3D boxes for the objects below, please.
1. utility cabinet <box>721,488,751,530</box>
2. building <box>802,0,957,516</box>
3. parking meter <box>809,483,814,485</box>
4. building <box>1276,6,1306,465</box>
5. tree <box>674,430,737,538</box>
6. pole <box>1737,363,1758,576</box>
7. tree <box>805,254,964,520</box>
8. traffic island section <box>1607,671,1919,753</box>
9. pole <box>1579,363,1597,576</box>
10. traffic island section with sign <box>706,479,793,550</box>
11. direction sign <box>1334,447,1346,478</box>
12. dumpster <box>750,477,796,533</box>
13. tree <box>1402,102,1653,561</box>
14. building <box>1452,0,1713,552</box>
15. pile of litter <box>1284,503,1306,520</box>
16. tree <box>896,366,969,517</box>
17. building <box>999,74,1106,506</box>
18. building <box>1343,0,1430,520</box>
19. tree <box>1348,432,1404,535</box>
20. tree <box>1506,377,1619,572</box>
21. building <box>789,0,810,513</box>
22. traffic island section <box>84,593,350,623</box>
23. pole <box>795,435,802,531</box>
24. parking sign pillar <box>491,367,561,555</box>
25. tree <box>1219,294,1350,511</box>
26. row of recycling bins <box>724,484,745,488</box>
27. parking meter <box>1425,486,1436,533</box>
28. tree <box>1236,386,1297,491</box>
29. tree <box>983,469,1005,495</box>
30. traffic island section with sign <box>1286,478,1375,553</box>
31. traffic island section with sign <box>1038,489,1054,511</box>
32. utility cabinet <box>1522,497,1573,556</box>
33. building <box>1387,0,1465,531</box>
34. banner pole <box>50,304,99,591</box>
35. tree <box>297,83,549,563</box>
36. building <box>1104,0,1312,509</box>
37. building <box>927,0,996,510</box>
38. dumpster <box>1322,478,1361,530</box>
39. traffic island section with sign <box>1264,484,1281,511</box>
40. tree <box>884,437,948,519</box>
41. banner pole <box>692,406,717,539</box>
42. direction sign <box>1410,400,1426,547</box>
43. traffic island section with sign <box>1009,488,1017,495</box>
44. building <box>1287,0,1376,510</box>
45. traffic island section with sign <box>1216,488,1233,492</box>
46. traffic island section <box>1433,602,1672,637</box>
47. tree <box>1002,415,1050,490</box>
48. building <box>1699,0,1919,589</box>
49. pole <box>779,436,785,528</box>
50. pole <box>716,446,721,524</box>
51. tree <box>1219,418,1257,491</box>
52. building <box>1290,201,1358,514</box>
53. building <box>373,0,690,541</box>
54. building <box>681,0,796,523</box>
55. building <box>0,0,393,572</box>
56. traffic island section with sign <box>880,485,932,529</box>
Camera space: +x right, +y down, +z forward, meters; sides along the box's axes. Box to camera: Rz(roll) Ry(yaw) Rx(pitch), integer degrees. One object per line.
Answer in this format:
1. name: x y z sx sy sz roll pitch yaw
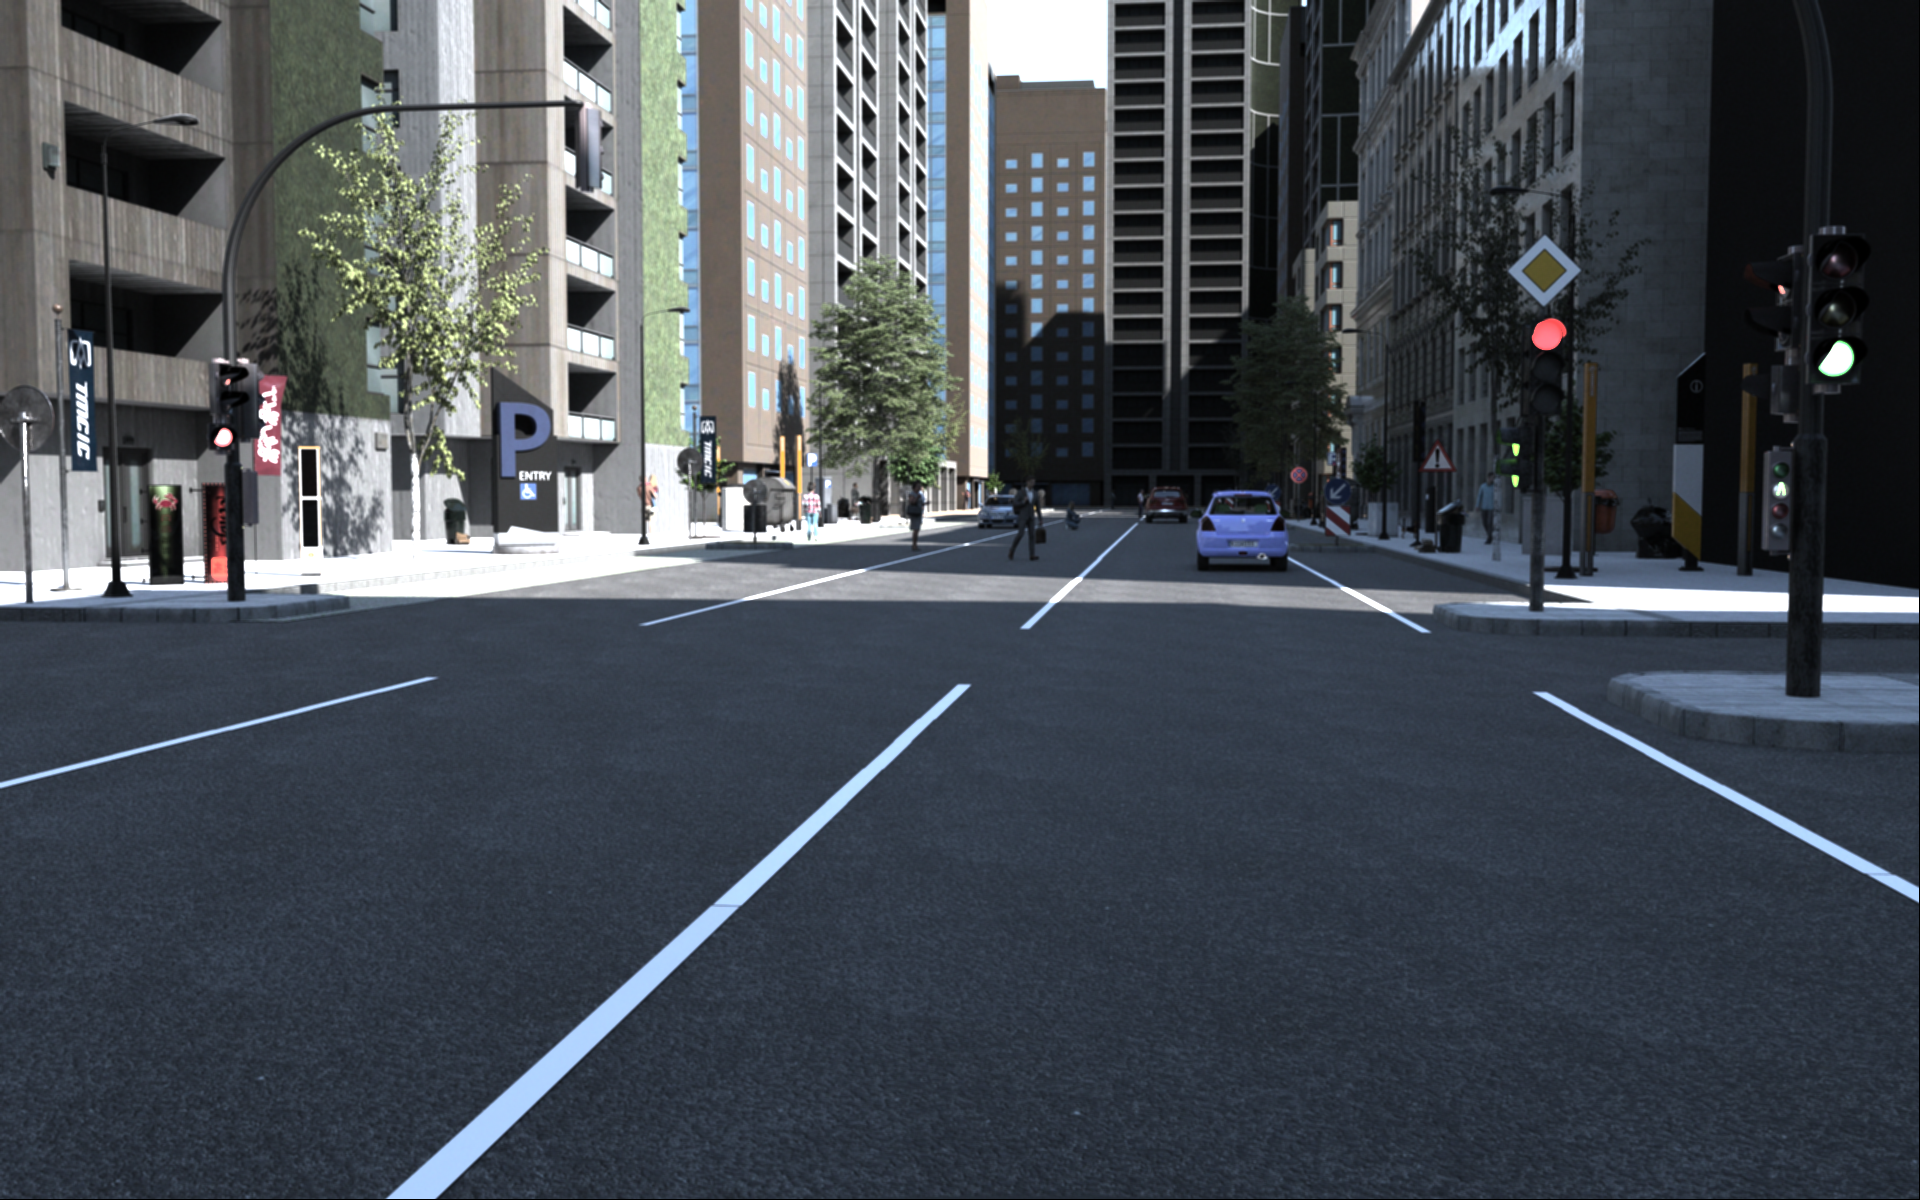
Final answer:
1. utility cabinet: -7.769 -3.172 60.548 1.173 1.500 0.318 -3 5 -44
2. building: -10.944 -42.113 126.793 20.563 71.187 20.611 0 4 7
3. parking meter: -7.423 -5.010 87.617 0.399 1.863 0.255 1 4 13
4. building: 36.204 -31.000 156.958 14.600 45.320 14.200 0 4 7
5. tree: -7.537 -3.426 50.621 1.663 3.219 1.824 0 3 0
6. pole: 12.341 -2.036 27.136 0.158 3.312 0.155 0 3 0
7. tree: -3.566 -10.047 82.401 7.486 12.596 7.792 0 3 0
8. traffic island section: 5.379 0.687 11.041 2.009 0.180 2.903 0 4 7
9. pole: 9.804 -2.029 27.018 0.158 3.312 0.155 0 3 0
10. traffic island section with sign: -5.421 -2.235 45.166 1.989 1.847 2.006 0 4 7
11. direction sign: 18.510 -5.648 84.347 0.379 3.537 0.876 -2 4 -25
12. dumpster: -6.285 -3.194 57.982 1.264 1.857 1.865 0 4 7
13. tree: 10.507 -5.050 32.925 4.360 8.622 3.978 0 3 0
14. building: 19.828 -11.680 45.726 10.420 20.320 16.860 0 4 7
15. pile of litter: 16.864 -4.495 87.461 1.176 0.858 1.719 1 4 8
16. tree: -1.728 -9.016 97.775 4.737 8.622 4.395 0 3 0
17. building: 8.863 -32.908 188.162 14.200 45.320 14.600 0 4 7
18. building: 26.136 -18.110 82.007 13.634 28.700 20.117 0 4 7
19. tree: 13.059 -3.646 54.210 1.663 3.219 1.824 0 3 0
20. tree: 10.128 -2.086 28.712 1.663 3.219 1.824 0 3 0
21. building: -5.240 -30.232 144.396 14.600 45.320 14.200 0 4 7
22. traffic island section: -8.698 0.092 20.778 2.009 0.180 2.903 0 4 7
23. pole: -5.612 -4.057 60.181 0.158 3.312 0.155 0 3 0
24. parking sign pillar: -9.306 -2.971 37.051 1.447 3.967 1.447 -2 4 -29
25. tree: 18.572 -11.008 98.110 7.486 12.596 7.792 0 3 0
26. row of recycling bins: -8.981 -3.911 71.059 1.069 1.692 3.534 0 4 5
27. parking meter: 15.583 -2.987 57.245 0.372 1.533 0.369 0 3 0
28. tree: 20.069 -9.946 112.978 4.737 8.622 4.395 0 3 0
29. tree: 2.683 -8.501 133.599 1.663 3.219 1.824 0 3 0
30. traffic island section with sign: 9.278 -2.126 43.392 1.989 1.847 2.006 0 4 7
31. traffic island section with sign: 7.029 -8.557 148.532 1.989 1.847 2.006 0 4 7
32. utility cabinet: 12.396 -1.554 36.569 0.306 1.237 1.020 -3 4 -38
33. building: 21.669 -13.109 63.485 9.793 20.994 18.267 0 4 7
34. banner pole: -11.826 -2.026 23.144 0.401 3.779 0.863 1 4 14
35. tree: -9.921 -5.002 32.147 4.737 8.622 4.395 0 3 0
36. building: 26.487 -45.865 188.145 20.611 71.187 20.563 0 4 7
37. building: -4.398 -31.286 161.632 14.200 45.320 14.600 0 4 7
38. dumpster: 13.793 -3.474 62.564 1.264 1.857 1.865 0 4 7
39. traffic island section with sign: 12.514 -3.763 70.153 1.989 1.847 2.006 0 4 7
40. tree: -2.285 -6.544 90.711 4.285 4.588 4.351 0 3 0
41. banner pole: -7.280 -3.610 49.035 0.863 3.779 0.401 1 4 10
42. direction sign: 11.178 -3.071 42.212 0.379 3.537 0.876 2 4 31
43. traffic island section with sign: 3.792 -6.920 121.772 1.989 1.847 2.006 0 4 7
44. building: 36.546 -42.837 138.629 20.563 71.187 20.611 0 4 7
45. traffic island section with sign: 18.533 -6.825 120.213 1.989 1.847 2.006 0 4 7
46. traffic island section: 6.334 0.203 18.969 2.009 0.180 2.903 0 4 7
47. tree: 6.013 -12.804 159.710 4.737 8.622 4.395 0 3 0
48. building: 21.178 -11.960 25.219 15.834 23.373 12.332 0 4 7
49. pole: -6.278 -4.119 61.190 0.158 3.312 0.155 0 3 0
50. pole: -10.349 -4.913 74.170 0.158 3.312 0.155 0 3 0
51. tree: 27.081 -13.340 168.474 4.360 8.622 3.978 0 3 0
52. building: 37.099 -16.523 115.192 27.650 21.520 28.899 0 4 7
53. building: -17.081 -22.565 52.539 14.154 41.232 14.086 0 4 7
54. building: -15.541 -26.466 82.835 14.600 45.320 14.200 0 4 7
55. building: -20.200 -15.861 31.027 14.160 30.474 14.107 0 4 7
56. traffic island section with sign: -2.207 -3.872 71.929 1.989 1.847 2.006 0 4 7
